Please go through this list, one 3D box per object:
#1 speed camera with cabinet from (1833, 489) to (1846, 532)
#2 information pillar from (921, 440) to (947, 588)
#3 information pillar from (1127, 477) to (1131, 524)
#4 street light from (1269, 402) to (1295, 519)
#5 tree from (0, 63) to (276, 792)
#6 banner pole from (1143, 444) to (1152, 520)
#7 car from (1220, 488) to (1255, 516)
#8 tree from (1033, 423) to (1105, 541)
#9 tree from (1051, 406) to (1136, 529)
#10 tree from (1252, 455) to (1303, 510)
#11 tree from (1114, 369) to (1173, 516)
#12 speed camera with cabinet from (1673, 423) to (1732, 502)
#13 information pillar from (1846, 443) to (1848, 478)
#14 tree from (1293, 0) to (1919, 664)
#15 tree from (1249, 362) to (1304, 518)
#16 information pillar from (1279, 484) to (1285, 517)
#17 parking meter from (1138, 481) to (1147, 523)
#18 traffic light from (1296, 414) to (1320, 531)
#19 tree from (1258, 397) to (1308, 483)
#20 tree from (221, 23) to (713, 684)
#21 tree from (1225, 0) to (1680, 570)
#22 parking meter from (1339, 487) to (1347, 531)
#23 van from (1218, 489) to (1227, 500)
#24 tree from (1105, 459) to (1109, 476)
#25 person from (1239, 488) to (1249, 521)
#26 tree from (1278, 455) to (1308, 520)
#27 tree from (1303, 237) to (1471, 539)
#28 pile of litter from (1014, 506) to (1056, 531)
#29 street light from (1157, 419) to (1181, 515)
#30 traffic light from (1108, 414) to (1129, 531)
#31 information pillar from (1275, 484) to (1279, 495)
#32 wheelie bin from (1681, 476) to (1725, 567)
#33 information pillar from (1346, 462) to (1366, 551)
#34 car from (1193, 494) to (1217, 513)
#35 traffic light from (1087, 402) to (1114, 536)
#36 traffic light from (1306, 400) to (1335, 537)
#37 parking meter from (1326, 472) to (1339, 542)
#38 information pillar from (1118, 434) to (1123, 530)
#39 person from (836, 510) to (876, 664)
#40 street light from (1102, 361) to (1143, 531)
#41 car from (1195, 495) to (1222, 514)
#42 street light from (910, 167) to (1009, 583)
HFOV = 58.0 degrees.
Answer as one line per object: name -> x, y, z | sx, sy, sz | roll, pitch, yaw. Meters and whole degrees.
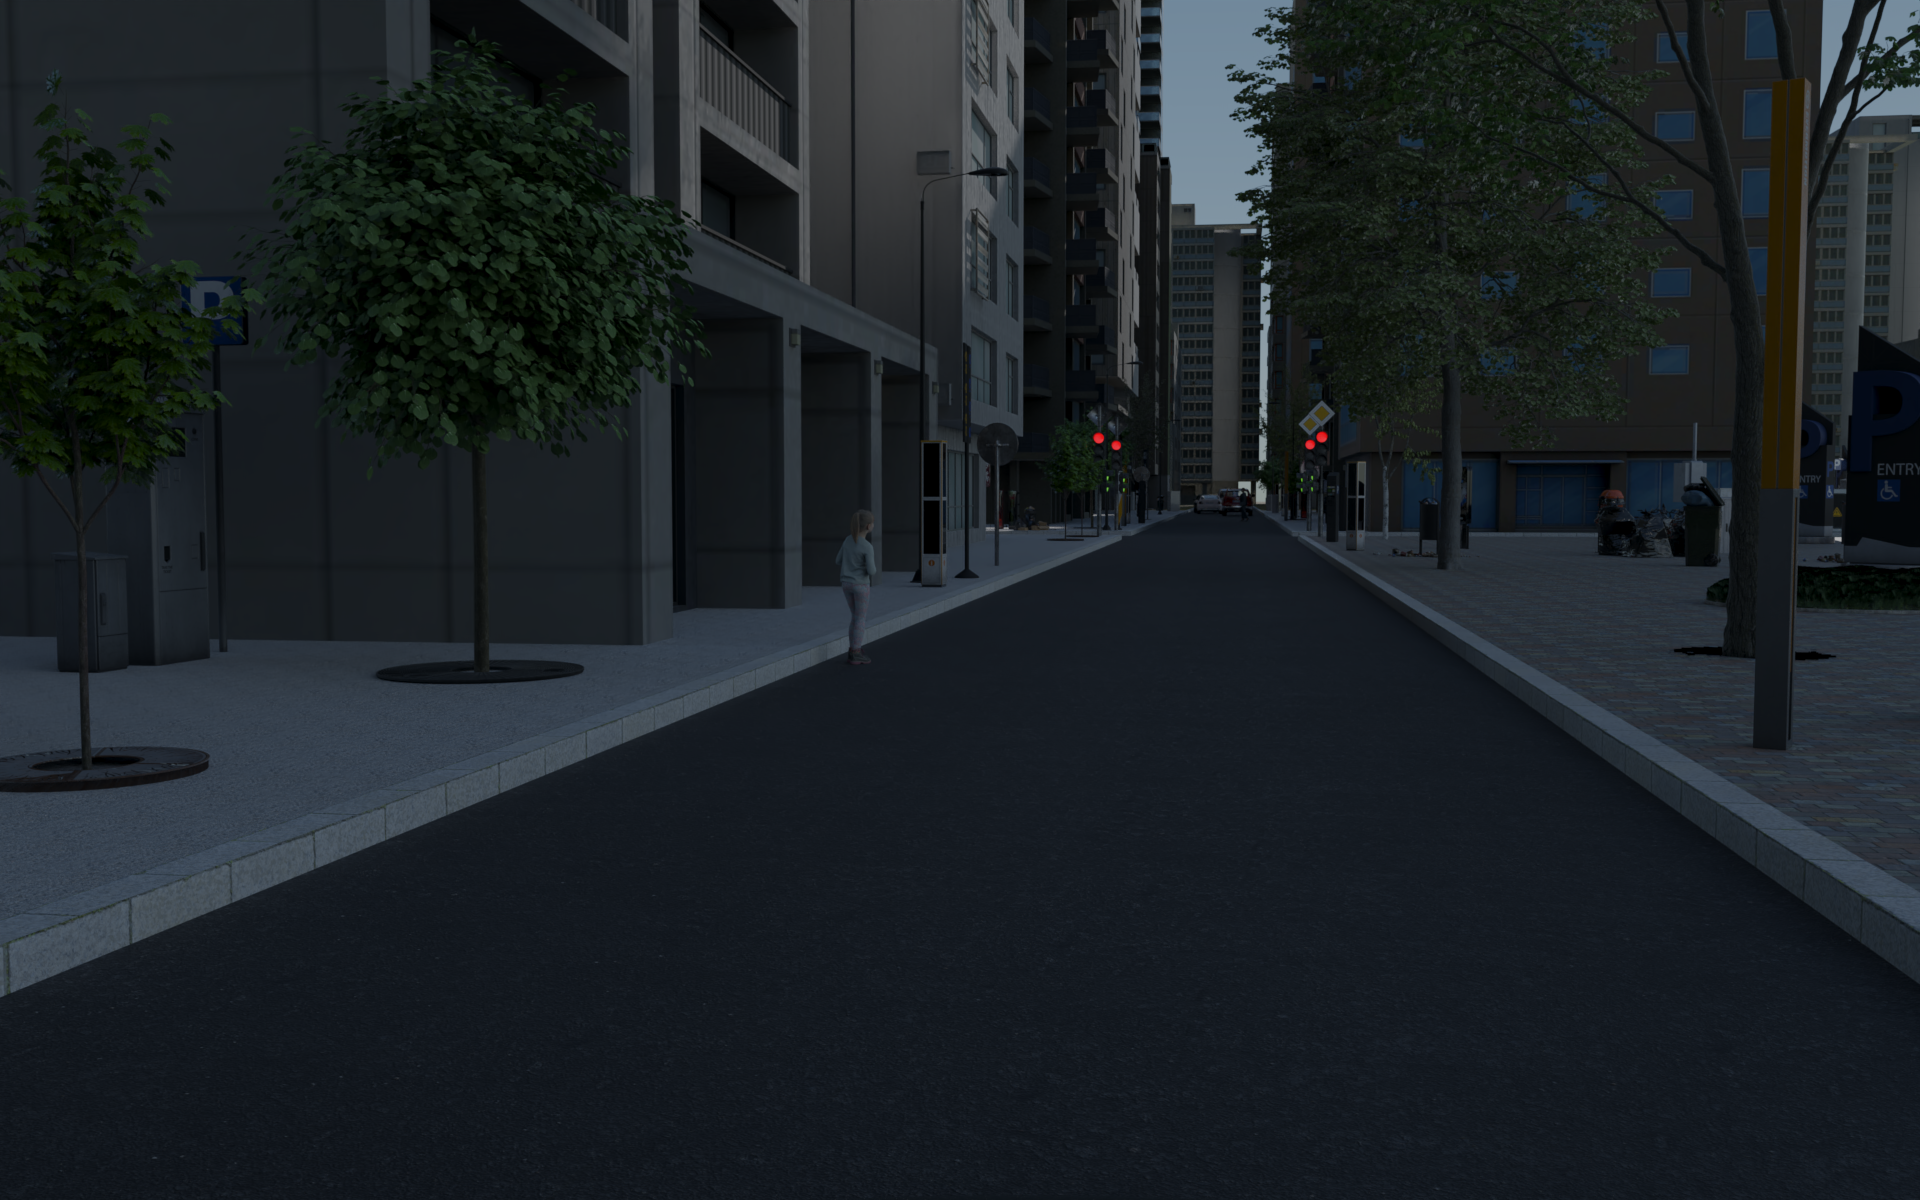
speed camera with cabinet -> 29.867, -3.885, 57.863 | 2.038, 3.252, 0.660 | 1, 4, 14
information pillar -> -0.358, -1.185, 23.870 | 0.304, 2.012, 0.304 | 1, 4, 13
information pillar -> 7.195, -4.304, 74.868 | 0.304, 2.012, 0.304 | 1, 4, 23
street light -> 16.226, -7.012, 87.193 | 1.470, 5.913, 1.316 | 1, 4, 9
tree -> -4.076, -0.818, 7.974 | 1.663, 3.219, 1.824 | 0, 3, 0
banner pole -> 9.248, -5.873, 86.047 | 0.401, 3.779, 0.863 | 2, 4, 27
car -> 18.403, -6.492, 114.821 | 2.281, 1.827, 5.304 | 1, 4, 10
tree -> 2.926, -3.234, 47.471 | 1.663, 3.219, 1.824 | 0, 3, 0
tree -> 5.014, -4.959, 64.793 | 4.285, 4.588, 4.351 | 0, 3, 0
tree -> 25.596, -9.662, 141.692 | 4.285, 4.588, 4.351 | 0, 3, 0
tree -> 10.613, -9.352, 103.271 | 4.360, 8.622, 3.978 | 0, 3, 0
speed camera with cabinet -> 21.046, -3.313, 48.501 | 2.038, 3.252, 0.660 | -1, 4, -12
information pillar -> 31.305, -4.240, 60.675 | 0.183, 3.616, 0.504 | -2, 4, -26
tree -> 6.358, -5.366, 13.492 | 9.928, 11.665, 9.643 | 0, 3, 0
tree -> 18.209, -8.816, 94.496 | 4.737, 8.622, 4.395 | 0, 3, 0
information pillar -> 18.587, -5.787, 99.109 | 0.304, 2.012, 0.304 | -1, 4, -11
parking meter -> 7.947, -4.281, 75.704 | 0.255, 1.863, 0.399 | 0, 4, -5
traffic light -> 12.060, -4.339, 59.869 | 0.839, 4.253, 0.868 | 1, 4, 9
tree -> 24.377, -10.945, 129.305 | 4.360, 8.622, 3.978 | 0, 3, 0
tree -> -3.505, -1.745, 12.246 | 4.285, 4.588, 4.351 | 0, 3, 0
tree -> 7.990, -6.808, 29.435 | 7.486, 12.596, 7.792 | 0, 3, 0
parking meter -> 13.277, -3.144, 59.811 | 0.372, 1.533, 0.369 | 0, 3, 0
van -> 22.015, -8.323, 143.096 | 2.013, 2.044, 4.112 | 0, 4, 8
tree -> 3.694, -3.481, 51.513 | 1.663, 3.219, 1.824 | 0, 3, 0
person -> 14.988, -5.039, 91.308 | 0.534, 1.772, 0.576 | 0, 4, 5
tree -> 16.496, -5.528, 84.984 | 1.663, 3.219, 1.824 | 0, 3, 0
tree -> 12.050, -6.006, 48.555 | 4.737, 8.622, 4.395 | 0, 3, 0
pile of litter -> 2.644, -2.894, 61.275 | 1.719, 0.858, 1.176 | -1, 4, -15
street light -> 12.967, -8.251, 107.437 | 1.470, 5.913, 1.316 | 1, 4, 9
traffic light -> 5.526, -4.401, 60.880 | 0.839, 4.253, 0.868 | 1, 4, 9
information pillar -> 22.585, -7.251, 123.038 | 0.304, 2.012, 0.304 | 3, 4, 38
wheelie bin -> 13.197, -1.399, 30.787 | 0.693, 1.594, 0.980 | 2, 4, 28
information pillar -> 8.975, -2.127, 39.267 | 0.304, 2.012, 0.304 | -3, 5, -39
car -> 18.775, -7.493, 132.302 | 2.009, 1.686, 4.222 | 1, 4, 10
traffic light -> 4.282, -3.919, 52.992 | 0.839, 4.253, 0.868 | 1, 4, 9
traffic light -> 10.815, -3.857, 51.981 | 0.839, 4.253, 0.868 | 1, 4, 9
parking meter -> 9.962, -2.482, 46.291 | 0.255, 1.863, 0.399 | 2, 4, 26
information pillar -> 5.700, -4.317, 61.931 | 0.183, 3.616, 0.504 | 1, 4, 21
person -> -0.858, -0.116, 14.671 | 0.425, 1.301, 0.394 | 2, 4, 27
street light -> 5.695, -5.395, 60.744 | 1.470, 5.913, 1.316 | 1, 4, 9
car -> 18.148, -6.941, 125.845 | 2.083, 1.381, 4.827 | 0, 4, 8
street light -> -0.006, -3.199, 24.840 | 1.470, 5.913, 1.316 | 1, 4, 9
